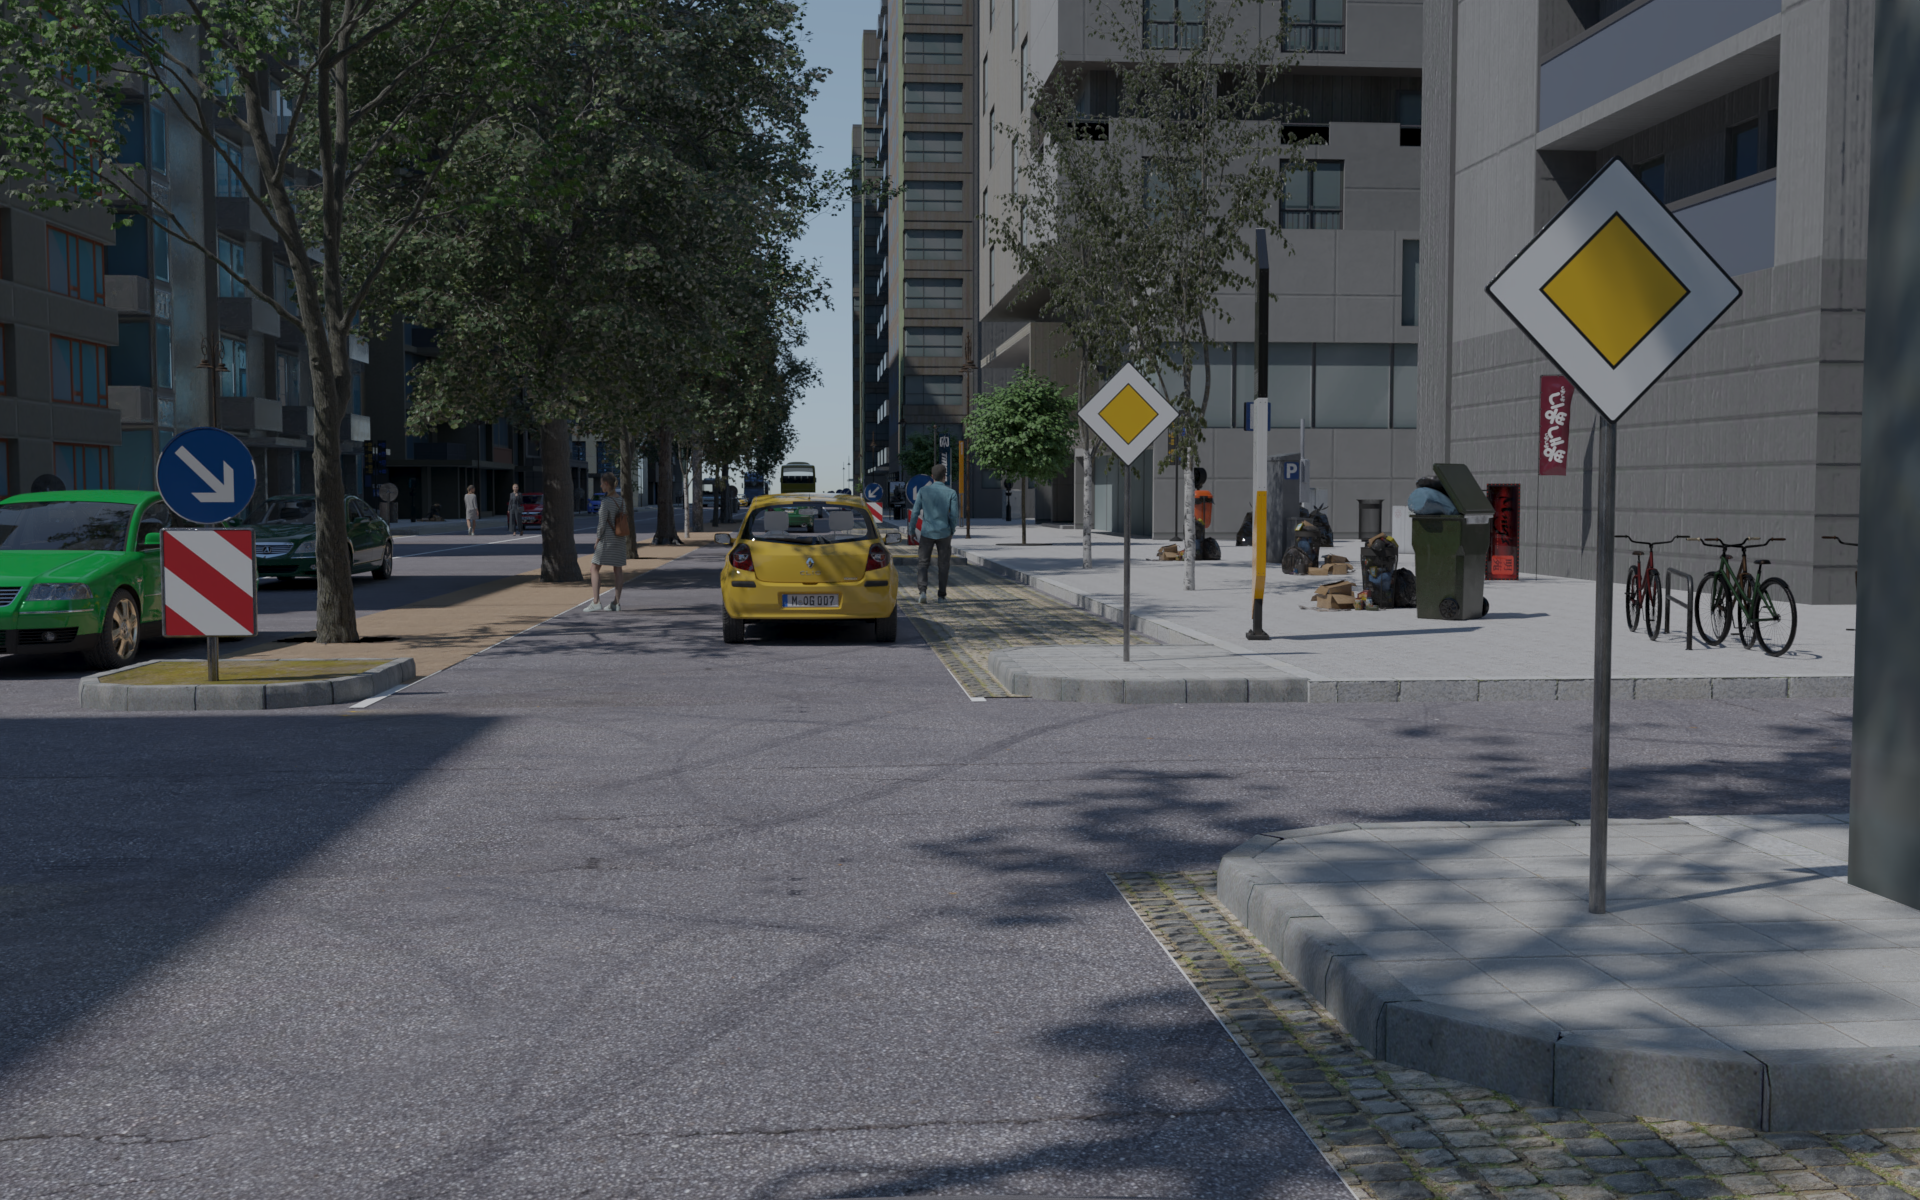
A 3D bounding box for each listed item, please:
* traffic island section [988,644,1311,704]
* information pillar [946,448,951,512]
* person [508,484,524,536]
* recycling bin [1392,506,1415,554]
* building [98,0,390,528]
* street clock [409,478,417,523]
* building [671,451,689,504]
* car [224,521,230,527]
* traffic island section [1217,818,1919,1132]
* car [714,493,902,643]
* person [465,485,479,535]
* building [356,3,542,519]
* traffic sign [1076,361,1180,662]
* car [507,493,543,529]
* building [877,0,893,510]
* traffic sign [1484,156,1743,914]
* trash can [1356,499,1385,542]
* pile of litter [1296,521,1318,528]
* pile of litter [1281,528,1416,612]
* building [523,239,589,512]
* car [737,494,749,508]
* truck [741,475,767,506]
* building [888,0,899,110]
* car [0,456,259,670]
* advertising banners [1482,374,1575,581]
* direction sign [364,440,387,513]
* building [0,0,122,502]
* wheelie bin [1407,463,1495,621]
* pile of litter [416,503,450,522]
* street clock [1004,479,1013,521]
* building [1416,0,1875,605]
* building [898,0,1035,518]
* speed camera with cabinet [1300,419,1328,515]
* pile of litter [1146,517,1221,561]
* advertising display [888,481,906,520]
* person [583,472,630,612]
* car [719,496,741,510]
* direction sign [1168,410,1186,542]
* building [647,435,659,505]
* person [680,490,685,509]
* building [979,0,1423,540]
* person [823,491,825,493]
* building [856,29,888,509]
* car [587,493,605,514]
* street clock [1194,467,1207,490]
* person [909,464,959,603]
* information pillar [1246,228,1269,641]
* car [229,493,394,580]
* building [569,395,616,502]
[{"bbox_3d":[1.295,0.550,13.281,2.009,0.180,2.903,0,4,-5],"label":"traffic island section"},{"bbox_3d":[-0.618,-5.026,73.534,0.504,3.616,0.183,1,4,22],"label":"information pillar"},{"bbox_3d":[-15.205,-3.080,59.282,0.576,1.772,0.534,0,4,-4],"label":"person"},{"bbox_3d":[9.781,-1.507,37.197,0.722,1.027,0.722,-3,4,-39],"label":"recycling bin"},{"bbox_3d":[-36.605,-27.350,66.773,23.786,49.044,30.456,0,4,-5],"label":"building"},{"bbox_3d":[-24.684,-4.499,78.130,0.358,2.002,0.471,-2,4,-31],"label":"street clock"},{"bbox_3d":[-44.739,-33.797,236.183,14.154,41.232,14.086,0,4,-5],"label":"building"},{"bbox_3d":[-13.237,-0.990,27.992,2.131,1.459,4.920,0,4,-6],"label":"car"},{"bbox_3d":[1.973,1.037,5.325,2.009,0.180,2.903,0,4,-5],"label":"traffic island section"},{"bbox_3d":[-1.581,-0.482,18.110,2.015,1.641,3.980,0,4,-5],"label":"car"},{"bbox_3d":[-16.865,-3.095,59.847,0.466,1.731,0.760,-1,4,-18],"label":"person"},{"bbox_3d":[-36.415,-27.199,99.331,22.147,44.769,28.867,0,4,-5],"label":"building"},{"bbox_3d":[1.272,-0.585,13.202,0.795,2.450,0.064,0,4,-5],"label":"traffic sign"},{"bbox_3d":[-17.153,-3.732,70.055,2.155,1.783,4.494,0,4,-5],"label":"car"},{"bbox_3d":[4.937,-31.533,135.165,23.786,49.044,30.456,0,4,-5],"label":"building"},{"bbox_3d":[1.950,-0.098,5.245,0.795,2.450,0.064,0,4,-5],"label":"traffic sign"},{"bbox_3d":[10.991,-2.126,46.406,0.748,1.137,0.748,0,3,0],"label":"trash can"},{"bbox_3d":[5.847,-0.853,27.911,1.719,0.858,1.176,-3,5,-39],"label":"pile of litter"},{"bbox_3d":[4.502,-0.342,19.553,1.719,0.858,1.176,-2,4,-26],"label":"pile of litter"},{"bbox_3d":[-37.832,-41.901,123.340,20.563,71.187,20.611,0,4,-5],"label":"building"},{"bbox_3d":[-23.413,-10.625,183.936,2.015,1.641,3.980,0,4,-6],"label":"car"},{"bbox_3d":[-25.344,-13.746,214.500,2.967,4.110,18.799,0,4,-6],"label":"truck"},{"bbox_3d":[2.570,-28.262,112.200,14.600,45.320,14.200,0,4,-5],"label":"building"},{"bbox_3d":[-7.781,-0.407,15.451,1.959,1.807,4.718,0,4,-4],"label":"car"},{"bbox_3d":[8.015,-1.801,25.633,2.074,3.025,0.090,1,4,16],"label":"advertising banners"},{"bbox_3d":[-24.500,-4.932,72.636,0.876,3.537,0.379,-2,4,-24],"label":"direction sign"},{"bbox_3d":[-33.703,-11.170,27.667,27.650,21.520,28.899,0,4,-5],"label":"building"},{"bbox_3d":[5.020,-0.607,17.825,0.980,1.594,0.693,-3,5,-45],"label":"wheelie bin"},{"bbox_3d":[-24.616,-4.089,80.819,1.719,0.858,1.176,3,4,38],"label":"pile of litter"},{"bbox_3d":[2.287,-4.704,81.486,0.358,2.002,0.471,3,4,37],"label":"street clock"},{"bbox_3d":[23.414,-29.473,23.883,28.212,58.520,21.231,0,4,-5],"label":"building"},{"bbox_3d":[3.474,-25.313,97.456,14.154,41.232,14.086,0,4,-5],"label":"building"},{"bbox_3d":[9.207,-3.176,46.262,0.660,3.252,2.038,2,4,32],"label":"speed camera with cabinet"},{"bbox_3d":[4.343,-1.198,33.558,1.719,0.858,1.176,-1,4,-18],"label":"pile of litter"},{"bbox_3d":[-3.109,-4.913,85.548,0.974,1.923,0.123,-3,4,-36],"label":"advertising display"},{"bbox_3d":[-4.273,-0.714,21.181,0.522,1.701,0.512,1,4,23],"label":"person"},{"bbox_3d":[-20.507,-8.844,154.382,2.009,1.686,4.222,0,4,-6],"label":"car"},{"bbox_3d":[5.866,-3.356,46.864,0.379,3.537,0.876,-2,4,-25],"label":"direction sign"},{"bbox_3d":[-43.045,-34.111,207.822,14.600,45.320,14.200,0,4,-5],"label":"building"},{"bbox_3d":[-26.674,-9.705,167.310,0.705,1.807,1.348,-2,4,-34],"label":"person"},{"bbox_3d":[15.276,-28.876,61.355,28.713,52.752,27.495,0,4,-5],"label":"building"},{"bbox_3d":[-19.440,-14.600,246.847,1.348,1.869,0.705,-3,5,-42],"label":"person"},{"bbox_3d":[-1.885,-28.963,157.134,14.154,41.232,14.086,0,4,-5],"label":"building"},{"bbox_3d":[-25.114,-6.851,121.603,1.945,1.707,3.694,0,4,-4],"label":"car"},{"bbox_3d":[6.462,-2.595,47.001,0.358,2.002,0.471,-2,4,-32],"label":"street clock"},{"bbox_3d":[-0.347,-0.863,22.638,0.660,1.820,0.620,0,4,5],"label":"person"},{"bbox_3d":[2.626,-1.455,15.147,0.183,3.616,0.504,0,4,5],"label":"information pillar"},{"bbox_3d":[-10.373,-0.972,27.683,2.131,1.459,4.920,0,4,-6],"label":"car"},{"bbox_3d":[-46.187,-27.781,146.103,32.217,40.220,23.993,0,4,-5],"label":"building"}]
